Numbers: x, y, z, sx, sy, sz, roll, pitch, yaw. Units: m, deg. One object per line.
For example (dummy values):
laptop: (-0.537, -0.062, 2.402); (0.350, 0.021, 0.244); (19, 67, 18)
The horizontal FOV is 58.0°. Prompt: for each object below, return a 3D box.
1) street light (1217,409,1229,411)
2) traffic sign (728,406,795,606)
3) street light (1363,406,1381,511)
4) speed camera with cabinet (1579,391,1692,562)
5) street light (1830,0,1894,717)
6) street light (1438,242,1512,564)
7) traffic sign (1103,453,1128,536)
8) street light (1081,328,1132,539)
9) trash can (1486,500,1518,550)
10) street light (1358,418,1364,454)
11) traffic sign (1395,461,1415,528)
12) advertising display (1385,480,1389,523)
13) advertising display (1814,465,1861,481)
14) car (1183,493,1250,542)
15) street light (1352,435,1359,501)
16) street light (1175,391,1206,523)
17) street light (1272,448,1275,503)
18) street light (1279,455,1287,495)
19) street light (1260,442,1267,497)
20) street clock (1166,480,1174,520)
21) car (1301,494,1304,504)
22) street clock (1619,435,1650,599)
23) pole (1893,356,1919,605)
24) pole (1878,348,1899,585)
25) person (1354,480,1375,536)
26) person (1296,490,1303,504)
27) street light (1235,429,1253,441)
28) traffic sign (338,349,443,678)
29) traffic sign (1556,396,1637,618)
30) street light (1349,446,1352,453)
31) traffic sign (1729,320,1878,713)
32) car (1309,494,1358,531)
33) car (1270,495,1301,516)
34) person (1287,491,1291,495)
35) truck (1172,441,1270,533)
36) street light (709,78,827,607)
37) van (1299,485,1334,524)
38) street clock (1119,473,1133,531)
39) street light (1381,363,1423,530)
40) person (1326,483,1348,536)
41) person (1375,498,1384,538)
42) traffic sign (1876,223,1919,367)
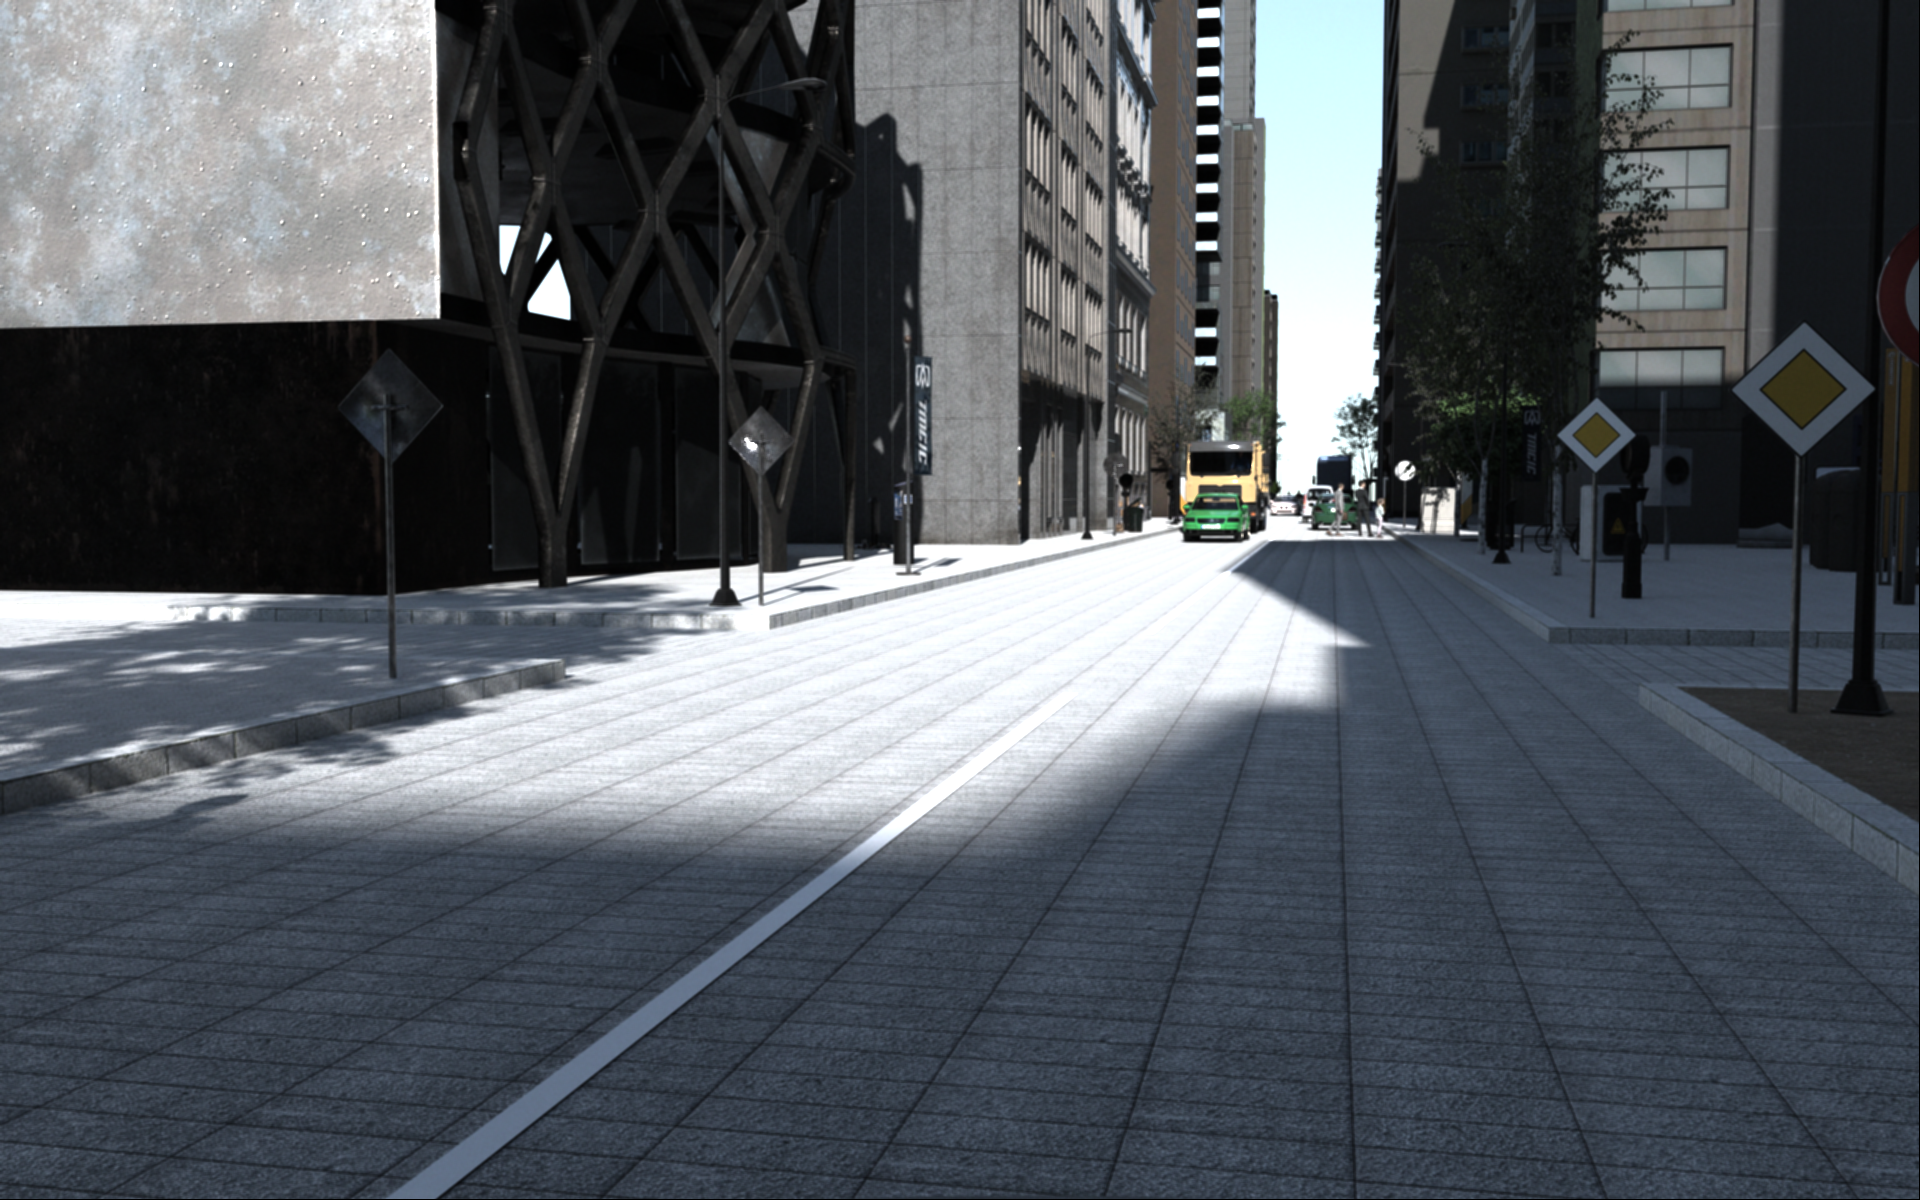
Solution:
street light: (13.964, -7.479, 94.820); (1.470, 5.913, 1.316); (1, 4, 12)
traffic sign: (-2.280, -0.990, 19.827); (0.795, 2.450, 0.064); (1, 4, 12)
street light: (22.198, -7.269, 91.392); (1.470, 5.913, 1.316); (1, 4, 12)
speed camera with cabinet: (12.881, -2.363, 32.979); (2.038, 3.252, 0.660); (-1, 4, -14)
street light: (4.758, -2.297, 10.090); (1.470, 5.913, 1.316); (1, 4, 12)
street light: (9.500, -3.637, 32.008); (1.470, 5.913, 1.316); (1, 4, 12)
traffic sign: (4.752, -3.244, 53.139); (0.768, 2.556, 0.104); (1, 4, 21)
street light: (4.132, -4.665, 48.812); (1.470, 5.913, 1.316); (1, 4, 12)
trash can: (12.493, -1.735, 40.019); (0.748, 1.137, 0.748); (0, 3, 0)
street light: (25.192, -8.134, 105.536); (1.470, 5.913, 1.316); (1, 4, 12)
traffic sign: (16.989, -4.039, 66.144); (0.768, 2.556, 0.104); (1, 4, 20)
advertising display: (19.325, -4.476, 78.402); (0.123, 1.923, 0.974); (1, 4, 14)
advertising display: (19.672, -2.056, 38.835); (0.974, 1.923, 0.123); (2, 4, 33)
car: (7.854, -2.694, 52.845); (1.959, 1.807, 4.718); (1, 4, 13)
street light: (31.523, -9.937, 135.008); (1.470, 5.913, 1.316); (1, 4, 12)
street light: (10.350, -6.446, 77.931); (1.470, 5.913, 1.316); (1, 4, 12)
street light: (31.325, -12.431, 175.783); (1.470, 5.913, 1.316); (1, 4, 12)
street light: (37.612, -14.233, 205.244); (1.470, 5.913, 1.316); (1, 4, 12)
street light: (26.462, -11.058, 153.342); (1.470, 5.913, 1.316); (1, 4, 12)
street clock: (10.582, -5.041, 86.993); (0.471, 2.002, 0.358); (1, 4, 13)
car: (44.259, -12.958, 223.867); (2.014, 1.417, 4.499); (1, 4, 10)
street clock: (8.280, -1.023, 21.295); (0.358, 2.002, 0.471); (0, 4, 5)
pole: (10.966, -1.601, 20.018); (0.158, 3.312, 0.155); (0, 3, 0)
pole: (13.041, -1.864, 24.316); (0.158, 3.312, 0.155); (0, 3, 0)
person: (13.747, -3.124, 58.948); (0.648, 1.900, 0.474); (3, 5, 43)
person: (29.714, -8.734, 151.855); (0.990, 1.755, 0.434); (3, 5, 43)
street light: (20.238, -9.266, 124.038); (1.470, 5.913, 1.316); (1, 4, 12)
traffic sign: (-3.953, -0.512, 12.018); (0.795, 2.450, 0.064); (1, 4, 12)
traffic sign: (6.560, -0.873, 17.919); (0.795, 2.450, 0.064); (1, 4, 12)
street light: (38.083, -11.809, 165.611); (1.470, 5.913, 1.316); (1, 4, 12)
traffic sign: (4.887, -0.396, 10.110); (0.795, 2.450, 0.064); (1, 4, 12)
car: (15.095, -3.541, 69.686); (2.131, 1.459, 4.920); (1, 4, 12)
car: (21.921, -6.369, 116.492); (2.083, 1.381, 4.827); (1, 4, 14)
person: (33.938, -10.396, 179.001); (1.217, 1.766, 0.721); (2, 4, 35)
truck: (10.097, -4.242, 65.280); (3.469, 3.379, 9.791); (1, 4, 13)
street light: (-2.172, -2.879, 19.620); (1.470, 5.913, 1.316); (1, 4, 12)
van: (17.746, -4.797, 85.439); (2.013, 2.044, 4.112); (1, 4, 12)
street clock: (5.795, -3.421, 60.509); (0.471, 2.002, 0.358); (0, 4, -7)
street light: (15.828, -5.444, 61.553); (1.470, 5.913, 1.316); (1, 4, 12)
person: (12.992, -3.101, 59.317); (0.853, 1.813, 0.709); (-1, 4, -15)
person: (13.691, -2.669, 56.409); (0.394, 1.301, 0.425); (-2, 4, -33)
traffic sign: (4.481, -0.466, 7.719); (0.768, 2.556, 0.104); (1, 4, 21)
